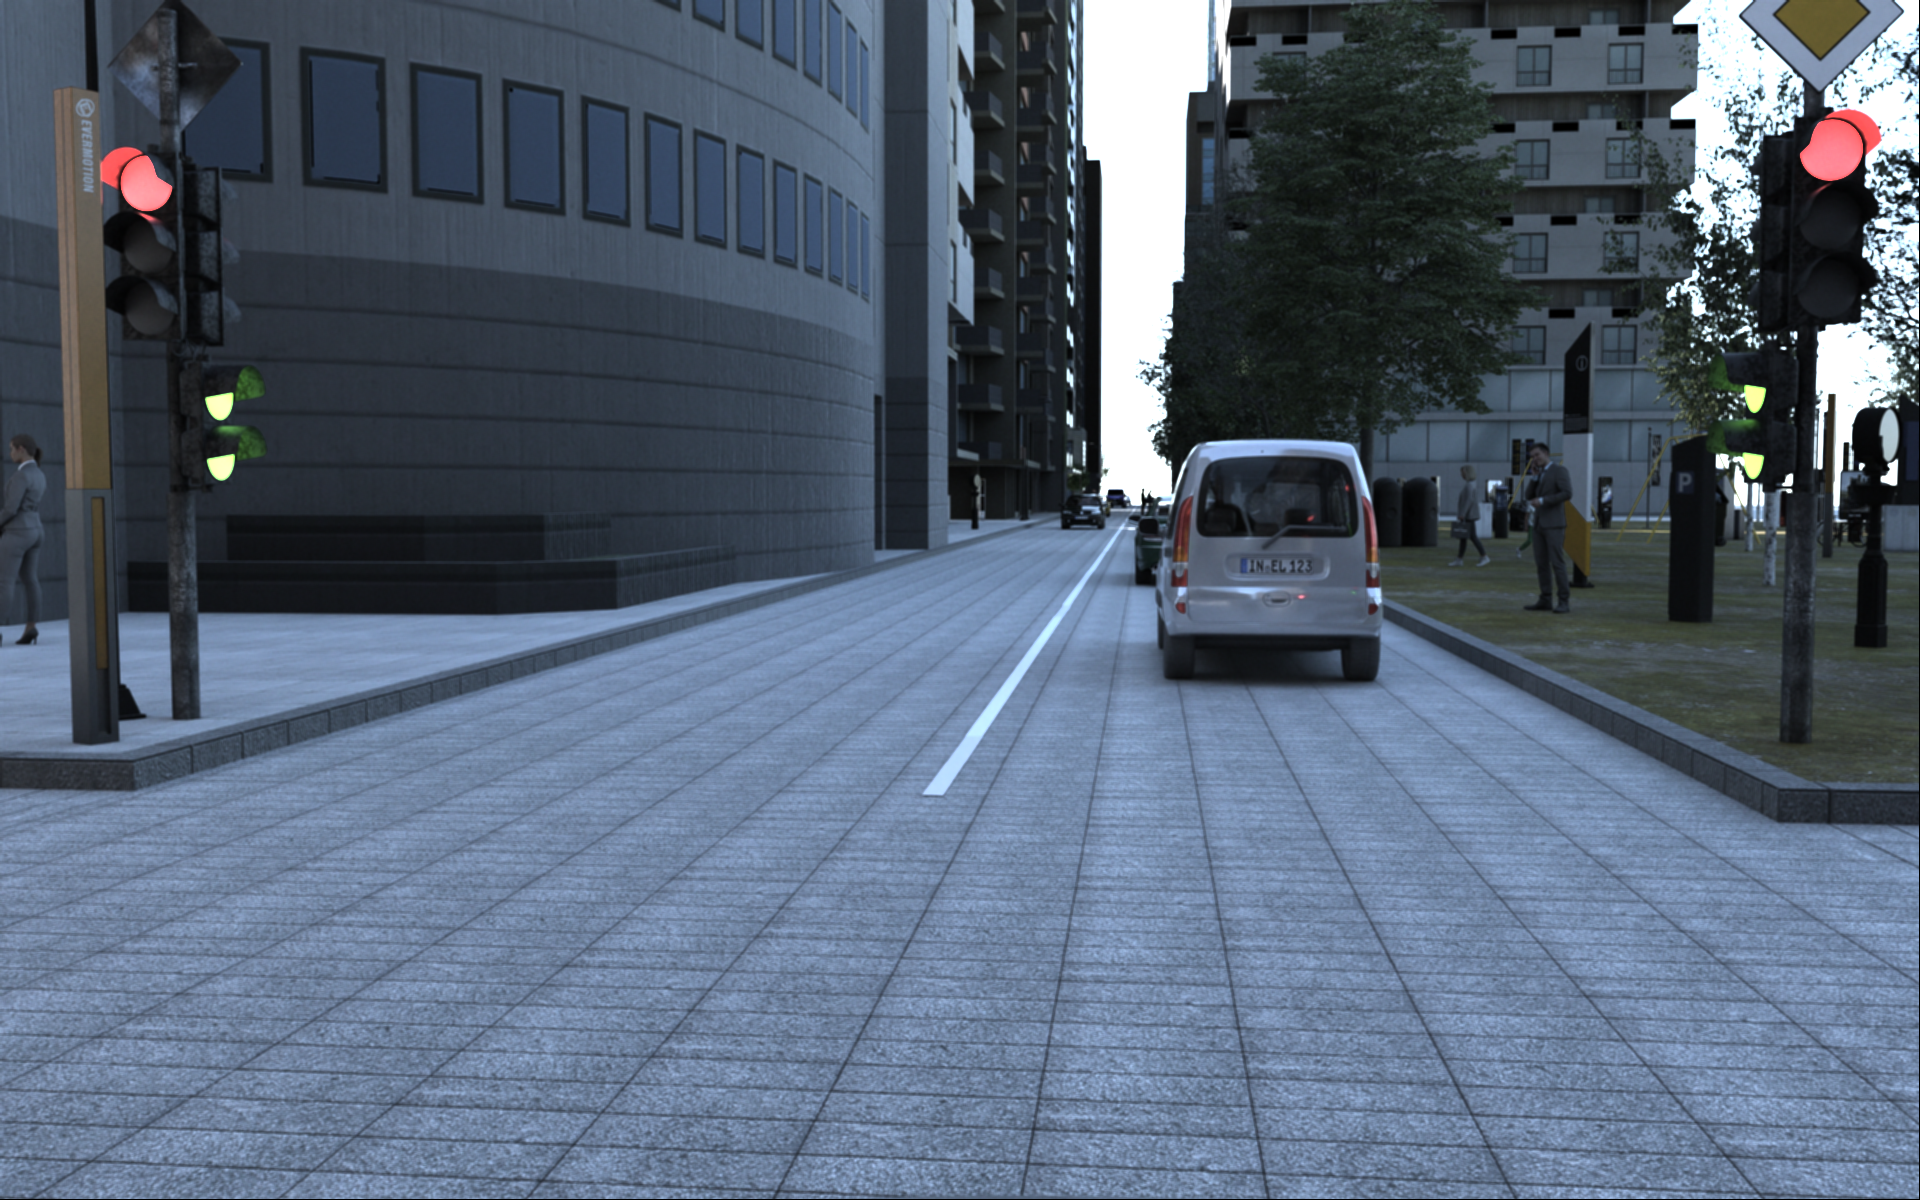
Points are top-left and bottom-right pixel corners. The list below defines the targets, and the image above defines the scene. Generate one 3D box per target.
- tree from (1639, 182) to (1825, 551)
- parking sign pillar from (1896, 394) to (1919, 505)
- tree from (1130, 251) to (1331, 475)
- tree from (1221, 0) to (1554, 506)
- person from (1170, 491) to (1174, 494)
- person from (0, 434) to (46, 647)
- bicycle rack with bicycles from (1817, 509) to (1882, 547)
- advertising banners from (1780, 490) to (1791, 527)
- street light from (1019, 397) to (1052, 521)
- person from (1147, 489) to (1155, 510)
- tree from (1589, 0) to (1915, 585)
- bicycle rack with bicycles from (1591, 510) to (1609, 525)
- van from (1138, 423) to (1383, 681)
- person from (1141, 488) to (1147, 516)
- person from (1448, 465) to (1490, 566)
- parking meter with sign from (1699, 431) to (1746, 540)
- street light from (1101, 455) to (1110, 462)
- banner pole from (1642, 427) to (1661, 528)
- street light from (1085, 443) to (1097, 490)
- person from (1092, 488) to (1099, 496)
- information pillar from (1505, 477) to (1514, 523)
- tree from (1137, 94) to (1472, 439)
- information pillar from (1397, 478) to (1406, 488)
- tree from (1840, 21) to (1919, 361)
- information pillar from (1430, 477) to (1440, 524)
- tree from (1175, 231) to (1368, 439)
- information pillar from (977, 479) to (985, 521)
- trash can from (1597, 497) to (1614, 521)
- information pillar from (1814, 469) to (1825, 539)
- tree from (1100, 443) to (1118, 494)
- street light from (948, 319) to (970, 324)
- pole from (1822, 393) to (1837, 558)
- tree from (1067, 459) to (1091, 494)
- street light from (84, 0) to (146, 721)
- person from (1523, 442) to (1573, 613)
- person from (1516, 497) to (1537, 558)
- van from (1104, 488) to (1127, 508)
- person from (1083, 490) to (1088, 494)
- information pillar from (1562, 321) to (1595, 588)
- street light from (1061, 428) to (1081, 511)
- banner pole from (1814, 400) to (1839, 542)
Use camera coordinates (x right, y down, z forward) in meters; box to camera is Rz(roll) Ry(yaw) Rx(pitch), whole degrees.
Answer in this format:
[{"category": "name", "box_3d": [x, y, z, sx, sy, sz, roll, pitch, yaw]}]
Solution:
[{"category": "tree", "box_3d": [17.530, -5.410, 38.811, 4.737, 8.622, 4.395, 0, 3, 0]}, {"category": "parking sign pillar", "box_3d": [25.890, -3.545, 46.440, 1.447, 3.967, 1.447, 1, 4, 8]}, {"category": "tree", "box_3d": [12.422, -9.927, 79.309, 9.611, 12.733, 9.660, 0, 3, 0]}, {"category": "tree", "box_3d": [9.495, -7.395, 39.037, 7.486, 12.596, 7.792, 0, 3, 0]}, {"category": "person", "box_3d": [27.154, -13.143, 221.727, 0.445, 1.727, 0.742, 2, 4, 27]}, {"category": "person", "box_3d": [-8.054, -0.510, 14.655, 0.573, 1.790, 0.520, -1, 4, -23]}, {"category": "bicycle rack with bicycles", "box_3d": [22.589, -1.732, 41.697, 2.852, 0.926, 2.925, -1, 4, -15]}, {"category": "advertising banners", "box_3d": [32.473, -4.415, 68.377, 0.090, 3.025, 2.074, -2, 4, -25]}, {"category": "street light", "box_3d": [3.833, -6.935, 85.924, 1.470, 5.913, 1.316, 0, 4, 6]}, {"category": "person", "box_3d": [12.983, -6.641, 117.534, 0.568, 1.767, 0.683, 0, 4, -3]}, {"category": "tree", "box_3d": [11.172, -4.514, 24.173, 4.360, 8.622, 3.978, 0, 3, 0]}, {"category": "bicycle rack with bicycles", "box_3d": [25.496, -3.651, 73.080, 2.852, 0.926, 2.925, -1, 4, -19]}, {"category": "van", "box_3d": [2.527, -0.472, 14.725, 2.013, 2.044, 4.112, 0, 4, 6]}, {"category": "person", "box_3d": [12.240, -6.566, 115.480, 0.705, 1.869, 1.348, 1, 4, 14]}, {"category": "person", "box_3d": [9.013, -1.494, 30.658, 0.728, 1.800, 0.709, 1, 4, 22]}, {"category": "parking meter with sign", "box_3d": [21.381, -3.194, 48.490, 1.738, 3.016, 0.543, -3, 4, -37]}, {"category": "street light", "box_3d": [16.645, -14.201, 204.720, 1.470, 5.913, 1.316, 0, 4, 6]}, {"category": "banner pole", "box_3d": [25.811, -4.556, 64.505, 0.401, 3.779, 0.863, -1, 4, -16]}, {"category": "street light", "box_3d": [11.597, -11.376, 158.530, 1.470, 5.913, 1.316, 0, 4, 6]}, {"category": "person", "box_3d": [7.287, -5.233, 94.503, 0.568, 1.767, 0.683, -1, 4, -14]}, {"category": "information pillar", "box_3d": [24.026, -4.358, 75.752, 0.304, 2.012, 0.304, 0, 4, 2]}, {"category": "tree", "box_3d": [10.661, -8.791, 54.099, 12.009, 13.543, 11.850, 0, 3, 0]}, {"category": "information pillar", "box_3d": [20.749, -4.710, 81.497, 0.304, 2.012, 0.304, -1, 4, -10]}, {"category": "tree", "box_3d": [17.648, -5.732, 28.134, 7.601, 10.594, 8.767, 1, 4, 9]}, {"category": "information pillar", "box_3d": [20.034, -4.196, 73.091, 0.304, 2.012, 0.304, 3, 4, 37]}, {"category": "tree", "box_3d": [12.040, -8.571, 65.889, 9.928, 11.665, 9.643, 0, 3, 0]}, {"category": "information pillar", "box_3d": [1.010, -4.860, 83.957, 0.304, 2.012, 0.304, -3, 4, -36]}, {"category": "trash can", "box_3d": [29.701, -4.166, 79.768, 0.748, 1.137, 0.748, 0, 3, 0]}, {"category": "information pillar", "box_3d": [24.674, -2.781, 49.956, 0.304, 2.012, 0.304, 1, 4, 19]}, {"category": "tree", "box_3d": [19.508, -17.563, 237.518, 4.737, 8.622, 4.395, 0, 3, 0]}, {"category": "street light", "box_3d": [-0.431, -4.501, 46.140, 1.470, 5.913, 1.316, 0, 4, 6]}, {"category": "pole", "box_3d": [17.579, -2.517, 34.997, 0.158, 3.312, 0.155, 0, 3, 0]}, {"category": "tree", "box_3d": [10.602, -10.865, 161.360, 4.285, 4.588, 4.351, 0, 3, 0]}, {"category": "street light", "box_3d": [-4.311, -2.270, 9.654, 1.470, 5.913, 1.316, 0, 4, 6]}, {"category": "person", "box_3d": [6.395, -0.799, 18.913, 0.447, 1.846, 0.655, -1, 4, -18]}, {"category": "person", "box_3d": [11.364, -1.475, 34.415, 0.590, 1.304, 0.306, 3, 5, 44]}, {"category": "van", "box_3d": [15.993, -10.582, 177.406, 2.240, 2.365, 5.245, 0, 4, 8]}, {"category": "person", "box_3d": [6.179, -4.695, 86.741, 0.593, 1.643, 0.415, 0, 4, 2]}, {"category": "information pillar", "box_3d": [8.494, -1.984, 23.794, 0.183, 3.616, 0.504, -2, 4, -25]}, {"category": "street light", "box_3d": [7.820, -9.161, 122.315, 1.470, 5.913, 1.316, 0, 4, 6]}, {"category": "banner pole", "box_3d": [22.930, -3.423, 45.980, 0.401, 3.779, 0.863, -1, 4, -21]}]
